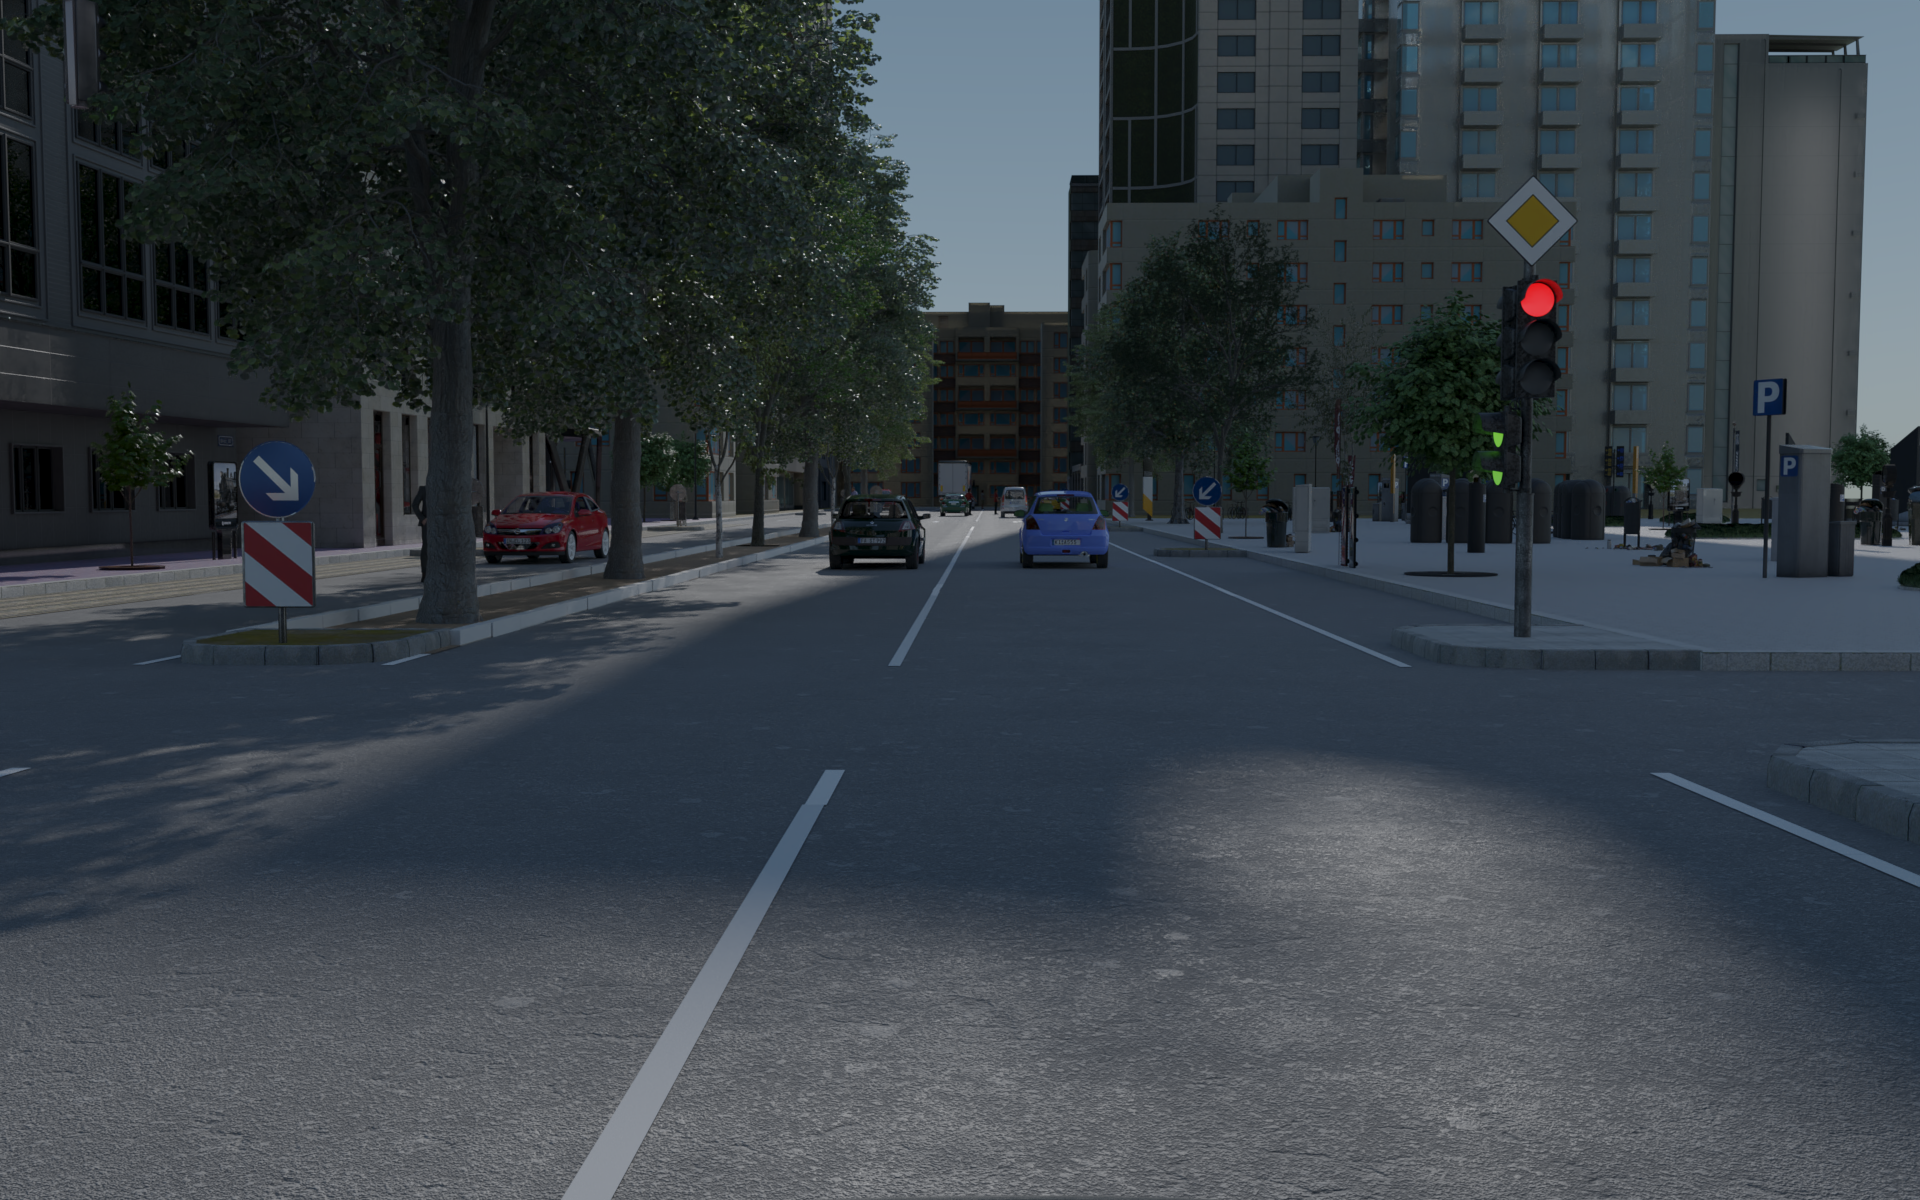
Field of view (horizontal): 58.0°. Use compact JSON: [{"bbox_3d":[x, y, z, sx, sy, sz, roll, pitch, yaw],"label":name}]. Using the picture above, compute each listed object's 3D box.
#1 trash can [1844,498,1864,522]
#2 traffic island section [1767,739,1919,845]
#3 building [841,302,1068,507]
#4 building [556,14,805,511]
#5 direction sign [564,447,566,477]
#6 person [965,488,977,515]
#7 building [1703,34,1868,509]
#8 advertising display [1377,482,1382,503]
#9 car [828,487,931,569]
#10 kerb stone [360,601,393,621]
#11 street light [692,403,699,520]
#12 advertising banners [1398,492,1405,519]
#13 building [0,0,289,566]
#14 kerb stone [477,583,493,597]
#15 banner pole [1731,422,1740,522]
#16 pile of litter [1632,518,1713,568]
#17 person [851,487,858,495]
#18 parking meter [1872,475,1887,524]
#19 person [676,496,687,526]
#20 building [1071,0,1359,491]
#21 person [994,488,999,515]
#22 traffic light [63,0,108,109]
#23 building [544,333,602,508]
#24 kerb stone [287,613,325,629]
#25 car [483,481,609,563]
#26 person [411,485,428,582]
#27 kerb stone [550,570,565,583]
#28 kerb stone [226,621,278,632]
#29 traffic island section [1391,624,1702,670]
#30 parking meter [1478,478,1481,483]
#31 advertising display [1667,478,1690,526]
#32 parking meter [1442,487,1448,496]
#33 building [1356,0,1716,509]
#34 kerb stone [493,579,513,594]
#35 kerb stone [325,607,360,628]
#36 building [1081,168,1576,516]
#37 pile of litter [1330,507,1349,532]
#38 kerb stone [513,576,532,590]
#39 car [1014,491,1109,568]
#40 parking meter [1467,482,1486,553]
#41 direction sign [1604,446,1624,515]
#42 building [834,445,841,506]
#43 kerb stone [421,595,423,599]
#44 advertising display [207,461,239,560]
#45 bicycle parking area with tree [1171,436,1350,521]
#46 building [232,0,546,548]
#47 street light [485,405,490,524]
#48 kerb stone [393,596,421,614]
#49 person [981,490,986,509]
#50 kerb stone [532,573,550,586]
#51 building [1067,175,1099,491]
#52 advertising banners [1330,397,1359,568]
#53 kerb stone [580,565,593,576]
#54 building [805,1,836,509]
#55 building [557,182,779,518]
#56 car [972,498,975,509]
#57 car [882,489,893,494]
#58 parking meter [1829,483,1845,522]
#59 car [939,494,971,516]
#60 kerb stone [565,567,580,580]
[{"bbox_3d":[30.070,-2.863,58.458,0.748,1.137,0.748,0,3,0],"label":"trash can"},{"bbox_3d":[4.929,0.899,7.585,2.009,0.180,2.903,0,4,1],"label":"traffic island section"},{"bbox_3d":[2.968,-20.994,188.285,28.899,21.520,27.650,0,4,1],"label":"building"},{"bbox_3d":[-23.328,-30.973,130.111,21.300,48.544,21.600,0,4,1],"label":"building"},{"bbox_3d":[-19.232,-5.649,84.360,0.379,3.537,0.876,-1,4,-9],"label":"direction sign"},{"bbox_3d":[0.648,-6.608,116.475,0.705,1.831,1.348,-3,4,-36],"label":"person"},{"bbox_3d":[71.840,-29.009,157.890,14.086,41.232,14.154,0,4,1],"label":"building"},{"bbox_3d":[21.820,-5.175,89.825,0.123,1.923,0.974,0,4,0],"label":"advertising display"},{"bbox_3d":[-1.607,-1.509,34.451,2.009,1.686,4.222,0,4,1],"label":"car"},{"bbox_3d":[-6.784,0.146,19.915,0.120,0.150,1.000,0,4,1],"label":"kerb stone"},{"bbox_3d":[-12.543,-6.914,85.578,1.470,5.913,1.316,0,4,1],"label":"street light"},{"bbox_3d":[23.248,-5.646,88.501,2.074,3.025,0.090,2,4,26],"label":"advertising banners"},{"bbox_3d":[-22.504,-14.328,27.766,14.314,27.812,24.014,0,4,1],"label":"building"},{"bbox_3d":[-6.719,-0.111,24.030,0.120,0.150,1.000,0,4,1],"label":"kerb stone"},{"bbox_3d":[26.932,-4.291,60.179,0.401,3.779,0.863,0,4,8],"label":"banner pole"},{"bbox_3d":[12.662,-1.028,30.780,1.176,0.858,1.719,0,4,3],"label":"pile of litter"},{"bbox_3d":[-6.285,-5.663,100.956,0.599,1.838,0.709,-3,5,-41],"label":"person"},{"bbox_3d":[27.615,-2.833,52.038,0.399,1.863,0.255,-2,4,-25],"label":"parking meter"},{"bbox_3d":[-11.553,-3.829,71.653,0.519,1.759,0.362,1,4,17],"label":"person"},{"bbox_3d":[19.911,-42.954,140.548,20.563,71.187,20.611,0,4,1],"label":"building"},{"bbox_3d":[2.557,-6.914,121.485,0.705,1.831,1.348,0,4,-2],"label":"person"},{"bbox_3d":[-10.229,-2.513,15.756,4.771,5.953,1.251,0,4,1],"label":"traffic light"},{"bbox_3d":[-22.565,-12.133,65.830,16.820,18.784,16.811,0,4,1],"label":"building"},{"bbox_3d":[-6.824,0.265,17.858,0.120,0.150,1.000,0,4,1],"label":"kerb stone"},{"bbox_3d":[-8.849,-1.722,37.196,2.155,1.783,4.494,0,4,3],"label":"car"},{"bbox_3d":[-8.576,-1.250,28.299,0.474,1.900,0.648,2,4,32],"label":"person"},{"bbox_3d":[-6.641,-0.362,28.118,0.120,0.150,1.000,0,4,1],"label":"kerb stone"},{"bbox_3d":[-6.854,0.335,16.837,0.120,0.150,1.000,0,4,1],"label":"kerb stone"},{"bbox_3d":[5.076,0.411,15.569,2.009,0.180,2.903,0,4,1],"label":"traffic island section"},{"bbox_3d":[18.483,-3.456,62.212,0.399,1.863,0.255,2,4,32],"label":"parking meter"},{"bbox_3d":[28.974,-3.953,69.844,0.974,1.923,0.123,-1,4,-16],"label":"advertising display"},{"bbox_3d":[15.277,-2.809,54.336,0.372,1.533,0.369,0,3,0],"label":"parking meter"},{"bbox_3d":[49.484,-32.639,153.252,30.456,49.044,23.786,0,4,1],"label":"building"},{"bbox_3d":[-6.699,-0.175,25.052,0.120,0.150,1.000,0,4,1],"label":"kerb stone"},{"bbox_3d":[-6.813,0.202,18.890,0.120,0.150,1.000,0,4,1],"label":"kerb stone"},{"bbox_3d":[22.806,-16.652,117.298,27.650,21.520,28.899,0,4,1],"label":"building"},{"bbox_3d":[12.582,-2.721,58.449,1.719,0.858,1.176,-1,4,-15],"label":"pile of litter"},{"bbox_3d":[-6.673,-0.235,26.074,0.120,0.150,1.000,0,4,1],"label":"kerb stone"},{"bbox_3d":[2.051,-1.540,34.771,1.945,1.707,3.694,0,4,1],"label":"car"},{"bbox_3d":[11.283,-1.799,37.823,0.372,1.533,0.369,0,3,0],"label":"parking meter"},{"bbox_3d":[30.849,-5.488,81.725,0.876,3.537,0.379,2,4,34],"label":"direction sign"},{"bbox_3d":[-27.002,-21.026,188.812,28.899,21.520,27.650,0,4,1],"label":"building"},{"bbox_3d":[-6.754,0.014,21.986,0.120,0.150,1.000,0,4,1],"label":"kerb stone"},{"bbox_3d":[-14.468,-1.762,34.024,0.123,1.923,0.974,0,4,4],"label":"advertising display"},{"bbox_3d":[15.137,-6.091,86.597,8.231,4.147,9.016,3,5,39],"label":"bicycle parking area with tree"},{"bbox_3d":[-19.118,-11.868,48.787,10.420,20.320,16.860,0,4,1],"label":"building"},{"bbox_3d":[-13.282,-4.774,50.592,1.470,5.913,1.316,0,4,1],"label":"street light"},{"bbox_3d":[-6.772,0.077,20.943,0.120,0.150,1.000,0,4,1],"label":"kerb stone"},{"bbox_3d":[2.168,-9.453,163.061,0.705,1.824,1.348,-1,4,-17],"label":"person"},{"bbox_3d":[-6.647,-0.295,27.096,0.120,0.150,1.000,0,4,1],"label":"kerb stone"},{"bbox_3d":[16.832,-23.699,159.177,14.160,30.474,14.107,0,4,1],"label":"building"},{"bbox_3d":[6.853,-2.116,30.784,0.090,3.025,2.074,0,4,2],"label":"advertising banners"},{"bbox_3d":[-6.612,-0.488,30.179,0.120,0.150,1.000,0,4,1],"label":"kerb stone"},{"bbox_3d":[-22.485,-43.893,155.895,20.611,71.187,20.563,0,4,1],"label":"building"},{"bbox_3d":[-26.682,-15.948,105.791,27.650,21.520,28.899,0,4,1],"label":"building"},{"bbox_3d":[0.481,-9.293,164.294,2.083,1.381,4.827,0,4,1],"label":"car"},{"bbox_3d":[-6.116,-7.721,134.915,2.281,1.827,5.304,0,4,2],"label":"car"},{"bbox_3d":[20.637,-1.983,40.838,0.372,1.533,0.369,0,3,0],"label":"parking meter"},{"bbox_3d":[-0.334,-6.180,112.842,2.131,1.459,4.920,0,4,2],"label":"car"},{"bbox_3d":[-6.621,-0.425,29.145,0.120,0.150,1.000,0,4,1],"label":"kerb stone"}]
